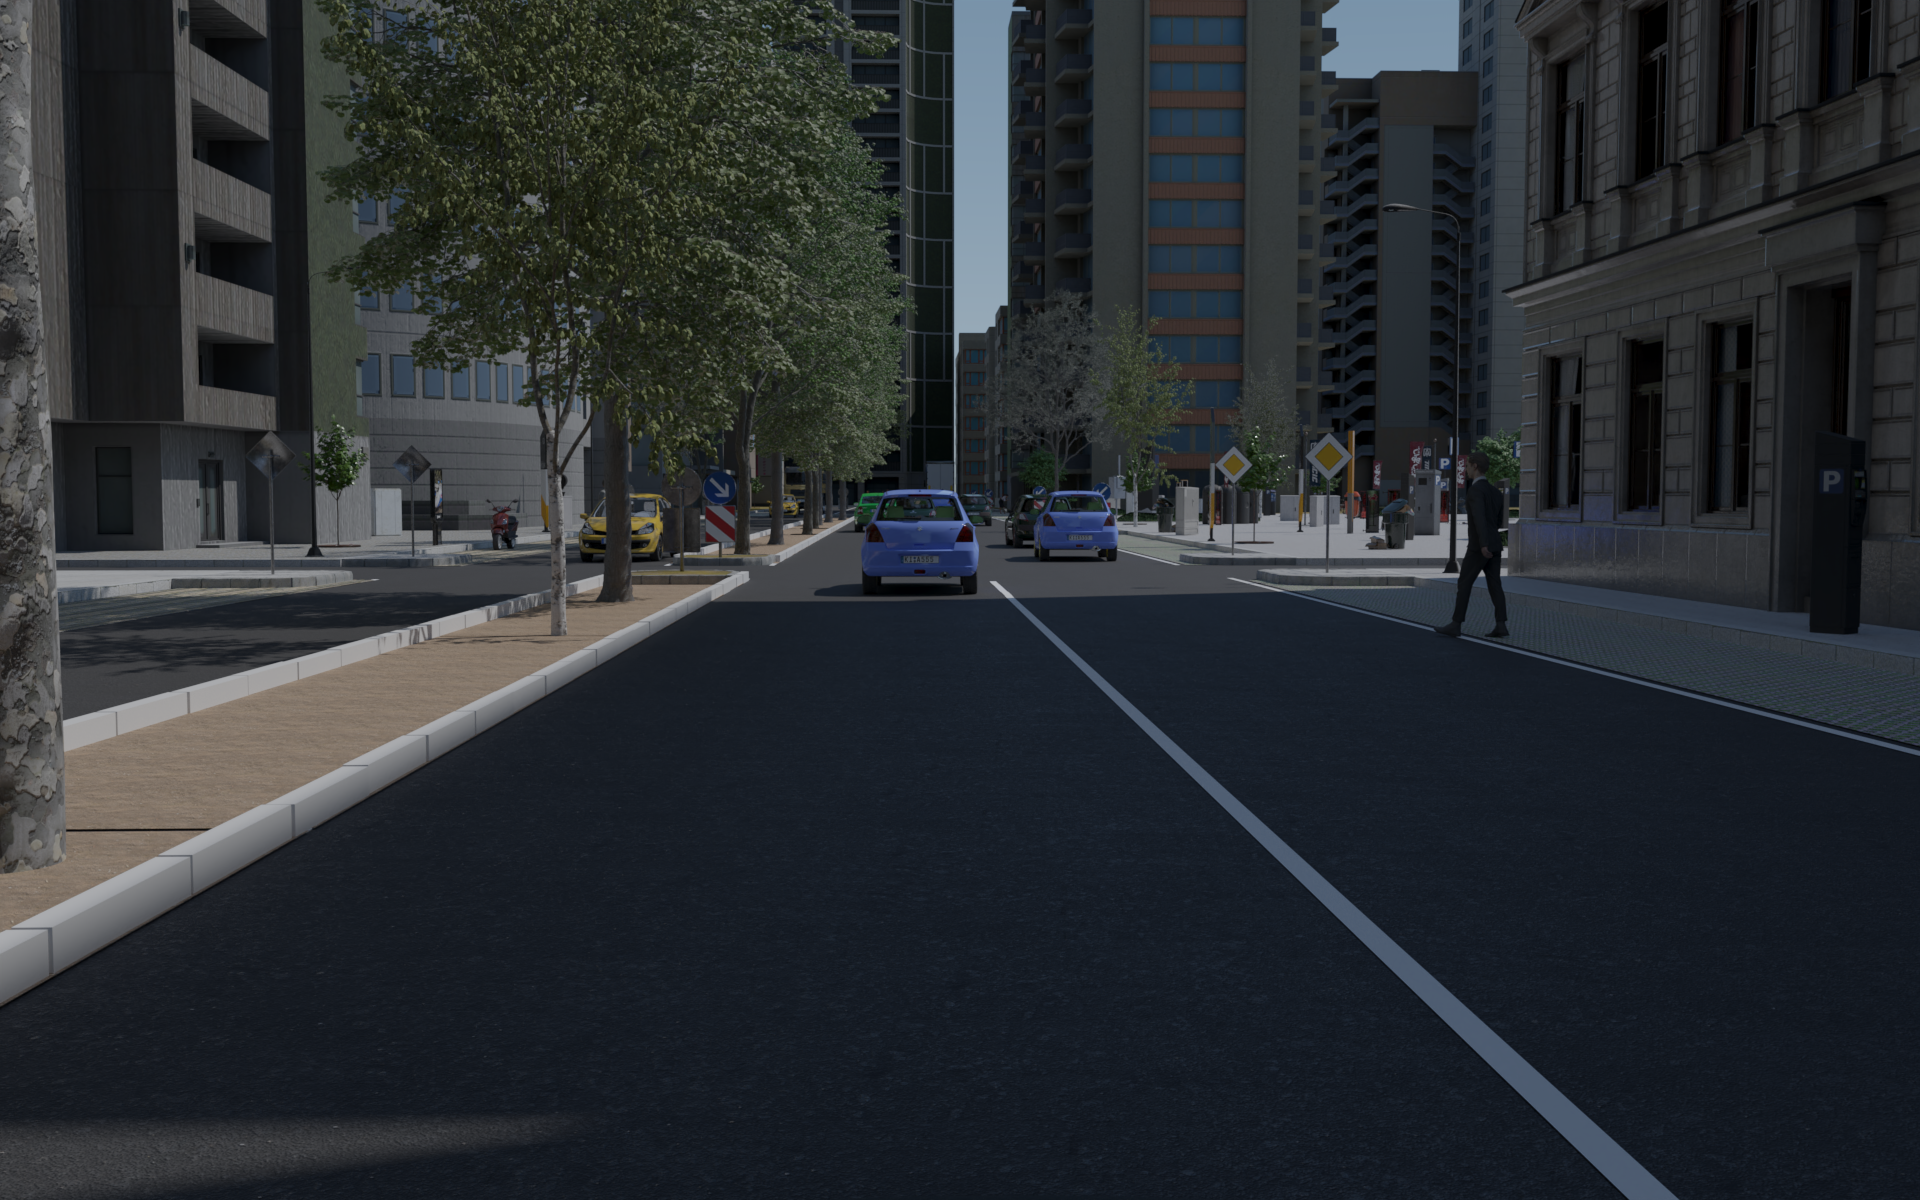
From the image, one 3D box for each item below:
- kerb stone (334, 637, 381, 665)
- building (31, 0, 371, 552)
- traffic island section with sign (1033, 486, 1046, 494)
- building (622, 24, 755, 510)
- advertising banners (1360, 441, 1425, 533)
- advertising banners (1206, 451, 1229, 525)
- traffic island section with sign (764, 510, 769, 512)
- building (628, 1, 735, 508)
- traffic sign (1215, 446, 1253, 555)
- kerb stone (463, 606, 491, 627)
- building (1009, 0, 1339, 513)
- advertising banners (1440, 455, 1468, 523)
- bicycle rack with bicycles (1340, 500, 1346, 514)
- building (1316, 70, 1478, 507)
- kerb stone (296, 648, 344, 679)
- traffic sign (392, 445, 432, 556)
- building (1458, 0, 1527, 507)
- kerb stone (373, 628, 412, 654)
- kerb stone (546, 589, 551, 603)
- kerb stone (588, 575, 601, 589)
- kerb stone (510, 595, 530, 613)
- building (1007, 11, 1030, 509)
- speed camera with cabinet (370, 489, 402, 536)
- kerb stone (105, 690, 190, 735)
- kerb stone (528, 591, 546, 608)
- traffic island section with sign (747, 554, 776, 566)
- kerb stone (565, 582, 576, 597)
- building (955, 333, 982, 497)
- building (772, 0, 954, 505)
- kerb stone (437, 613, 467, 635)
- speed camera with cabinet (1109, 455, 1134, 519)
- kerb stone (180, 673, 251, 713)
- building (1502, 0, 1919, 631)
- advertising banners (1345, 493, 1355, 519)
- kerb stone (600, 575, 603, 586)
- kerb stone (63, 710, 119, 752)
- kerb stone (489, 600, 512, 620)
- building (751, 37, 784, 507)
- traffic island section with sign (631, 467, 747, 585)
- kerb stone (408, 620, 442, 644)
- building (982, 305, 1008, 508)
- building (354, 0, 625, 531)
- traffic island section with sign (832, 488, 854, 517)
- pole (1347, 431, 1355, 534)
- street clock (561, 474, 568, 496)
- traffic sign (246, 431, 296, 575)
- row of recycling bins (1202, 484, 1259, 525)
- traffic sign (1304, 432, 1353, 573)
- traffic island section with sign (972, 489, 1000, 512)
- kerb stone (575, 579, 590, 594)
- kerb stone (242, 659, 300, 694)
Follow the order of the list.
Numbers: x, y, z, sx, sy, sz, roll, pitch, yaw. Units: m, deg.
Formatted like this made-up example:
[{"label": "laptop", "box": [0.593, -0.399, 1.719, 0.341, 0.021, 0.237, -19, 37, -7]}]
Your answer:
[{"label": "kerb stone", "box": [-5.187, 0.452, 14.804, 0.120, 0.150, 1.000, 0, 4, -2]}, {"label": "building", "box": [-23.433, -16.471, 40.995, 14.160, 30.474, 14.107, 0, 4, -2]}, {"label": "traffic island section with sign", "box": [3.896, -4.875, 88.326, 1.989, 1.847, 2.006, 0, 4, -2]}, {"label": "building", "box": [-24.731, -30.241, 144.545, 14.600, 45.320, 14.200, 0, 4, -2]}, {"label": "advertising banners", "box": [14.321, -3.729, 57.150, 2.074, 3.025, 0.090, 0, 4, -7]}, {"label": "advertising banners", "box": [10.641, -4.594, 71.307, 0.090, 3.025, 2.074, -1, 4, -17]}, {"label": "traffic island section with sign", "box": [-14.496, -7.871, 137.319, 1.989, 1.847, 2.006, 0, 4, -2]}, {"label": "building", "box": [-30.841, -32.643, 122.947, 28.713, 52.752, 27.495, 0, 4, -2]}, {"label": "traffic sign", "box": [5.696, -1.986, 36.119, 0.795, 2.450, 0.064, 0, 4, -2]}, {"label": "kerb stone", "box": [-5.327, 0.202, 18.892, 0.120, 0.150, 1.000, 0, 4, -2]}, {"label": "building", "box": [15.287, -29.019, 129.089, 22.147, 44.769, 28.867, 0, 4, -2]}, {"label": "advertising banners", "box": [21.601, -4.967, 77.406, 2.074, 3.025, 0.090, 1, 4, 11]}, {"label": "bicycle rack with bicycles", "box": [23.852, -5.911, 110.023, 2.925, 0.926, 2.852, -3, 4, -39]}, {"label": "building", "box": [44.255, -32.452, 180.707, 14.200, 45.320, 14.600, 0, 4, -2]}, {"label": "kerb stone", "box": [-5.148, 0.520, 13.783, 0.120, 0.150, 1.000, 0, 4, -2]}, {"label": "traffic sign", "box": [-11.238, -1.951, 35.549, 0.795, 2.450, 0.064, 0, 4, -2]}, {"label": "building", "box": [61.734, -45.250, 178.091, 20.611, 71.187, 20.563, 0, 4, -2]}, {"label": "kerb stone", "box": [-5.229, 0.390, 15.827, 0.120, 0.150, 1.000, 0, 4, -2]}, {"label": "kerb stone", "box": [-5.462, -0.046, 22.997, 0.120, 0.150, 1.000, 0, 4, -2]}, {"label": "kerb stone", "box": [-5.585, -0.237, 26.077, 0.120, 0.150, 1.000, 0, 4, -2]}, {"label": "kerb stone", "box": [-5.403, 0.076, 20.953, 0.120, 0.150, 1.000, 0, 4, -2]}, {"label": "building", "box": [11.052, -28.593, 151.094, 14.154, 41.232, 14.086, 0, 4, -2]}, {"label": "speed camera with cabinet", "box": [-17.992, -3.561, 52.555, 0.660, 3.252, 2.038, 3, 4, 37]}, {"label": "kerb stone", "box": [-5.046, 0.702, 10.711, 0.120, 0.150, 1.000, 0, 4, -2]}, {"label": "kerb stone", "box": [-5.443, 0.014, 21.974, 0.120, 0.150, 1.000, 0, 4, -2]}, {"label": "traffic island section with sign", "box": [-4.846, -1.673, 35.489, 2.006, 1.907, 1.989, 0, 4, -2]}, {"label": "kerb stone", "box": [-5.510, -0.110, 24.022, 0.120, 0.150, 1.000, 0, 4, -2]}, {"label": "building", "box": [14.307, -22.256, 208.921, 28.899, 21.520, 27.650, 0, 4, -2]}, {"label": "building", "box": [-10.946, -46.764, 202.845, 20.611, 71.187, 20.563, 0, 4, -2]}, {"label": "kerb stone", "box": [-5.295, 0.265, 17.870, 0.120, 0.150, 1.000, 0, 4, -2]}, {"label": "speed camera with cabinet", "box": [8.611, -5.763, 88.563, 2.038, 3.252, 0.660, -2, 4, -27]}, {"label": "kerb stone", "box": [-5.072, 0.640, 11.733, 0.120, 0.150, 1.000, 0, 4, -2]}, {"label": "building", "box": [13.607, -9.362, 17.705, 10.561, 19.102, 19.286, 0, 4, -2]}, {"label": "advertising banners", "box": [20.910, -5.717, 89.657, 2.074, 3.025, 0.090, -1, 4, -14]}, {"label": "kerb stone", "box": [-5.617, -0.300, 27.101, 0.120, 0.150, 1.000, 0, 4, -2]}, {"label": "kerb stone", "box": [-5.006, 0.765, 9.683, 0.120, 0.150, 1.000, 0, 4, -2]}, {"label": "kerb stone", "box": [-5.360, 0.139, 19.918, 0.120, 0.150, 1.000, 0, 4, -2]}, {"label": "building", "box": [-29.170, -33.714, 174.919, 21.600, 48.544, 21.300, 0, 4, -2]}, {"label": "traffic island section with sign", "box": [-4.597, -1.220, 28.086, 2.006, 1.907, 1.989, 0, 4, -2]}, {"label": "kerb stone", "box": [-5.258, 0.328, 16.849, 0.120, 0.150, 1.000, 0, 4, -2]}, {"label": "building", "box": [16.989, -20.096, 173.608, 27.650, 21.520, 28.899, 0, 4, -2]}, {"label": "building", "box": [-26.639, -32.334, 70.664, 21.231, 58.520, 28.212, 0, 4, -2]}, {"label": "traffic island section with sign", "box": [-7.481, -6.266, 110.582, 2.006, 1.907, 1.989, 0, 4, -2]}, {"label": "pole", "box": [12.622, -3.798, 55.939, 0.158, 3.312, 0.155, 0, 3, 0]}, {"label": "street clock", "box": [-14.221, -3.492, 61.666, 0.471, 2.002, 0.358, 0, 4, 4]}, {"label": "traffic sign", "box": [-10.959, -1.463, 27.569, 0.795, 2.450, 0.064, 0, 4, -2]}, {"label": "row of recycling bins", "box": [11.663, -4.107, 74.267, 1.069, 1.692, 3.534, 3, 5, 44]}, {"label": "traffic sign", "box": [5.975, -1.498, 28.139, 0.795, 2.450, 0.064, 0, 4, -2]}, {"label": "traffic island section with sign", "box": [2.164, -7.915, 138.030, 1.989, 1.847, 2.006, 0, 4, -2]}, {"label": "kerb stone", "box": [-5.547, -0.175, 25.056, 0.120, 0.150, 1.000, 0, 4, -2]}, {"label": "kerb stone", "box": [-5.114, 0.578, 12.754, 0.120, 0.150, 1.000, 0, 4, -2]}]
